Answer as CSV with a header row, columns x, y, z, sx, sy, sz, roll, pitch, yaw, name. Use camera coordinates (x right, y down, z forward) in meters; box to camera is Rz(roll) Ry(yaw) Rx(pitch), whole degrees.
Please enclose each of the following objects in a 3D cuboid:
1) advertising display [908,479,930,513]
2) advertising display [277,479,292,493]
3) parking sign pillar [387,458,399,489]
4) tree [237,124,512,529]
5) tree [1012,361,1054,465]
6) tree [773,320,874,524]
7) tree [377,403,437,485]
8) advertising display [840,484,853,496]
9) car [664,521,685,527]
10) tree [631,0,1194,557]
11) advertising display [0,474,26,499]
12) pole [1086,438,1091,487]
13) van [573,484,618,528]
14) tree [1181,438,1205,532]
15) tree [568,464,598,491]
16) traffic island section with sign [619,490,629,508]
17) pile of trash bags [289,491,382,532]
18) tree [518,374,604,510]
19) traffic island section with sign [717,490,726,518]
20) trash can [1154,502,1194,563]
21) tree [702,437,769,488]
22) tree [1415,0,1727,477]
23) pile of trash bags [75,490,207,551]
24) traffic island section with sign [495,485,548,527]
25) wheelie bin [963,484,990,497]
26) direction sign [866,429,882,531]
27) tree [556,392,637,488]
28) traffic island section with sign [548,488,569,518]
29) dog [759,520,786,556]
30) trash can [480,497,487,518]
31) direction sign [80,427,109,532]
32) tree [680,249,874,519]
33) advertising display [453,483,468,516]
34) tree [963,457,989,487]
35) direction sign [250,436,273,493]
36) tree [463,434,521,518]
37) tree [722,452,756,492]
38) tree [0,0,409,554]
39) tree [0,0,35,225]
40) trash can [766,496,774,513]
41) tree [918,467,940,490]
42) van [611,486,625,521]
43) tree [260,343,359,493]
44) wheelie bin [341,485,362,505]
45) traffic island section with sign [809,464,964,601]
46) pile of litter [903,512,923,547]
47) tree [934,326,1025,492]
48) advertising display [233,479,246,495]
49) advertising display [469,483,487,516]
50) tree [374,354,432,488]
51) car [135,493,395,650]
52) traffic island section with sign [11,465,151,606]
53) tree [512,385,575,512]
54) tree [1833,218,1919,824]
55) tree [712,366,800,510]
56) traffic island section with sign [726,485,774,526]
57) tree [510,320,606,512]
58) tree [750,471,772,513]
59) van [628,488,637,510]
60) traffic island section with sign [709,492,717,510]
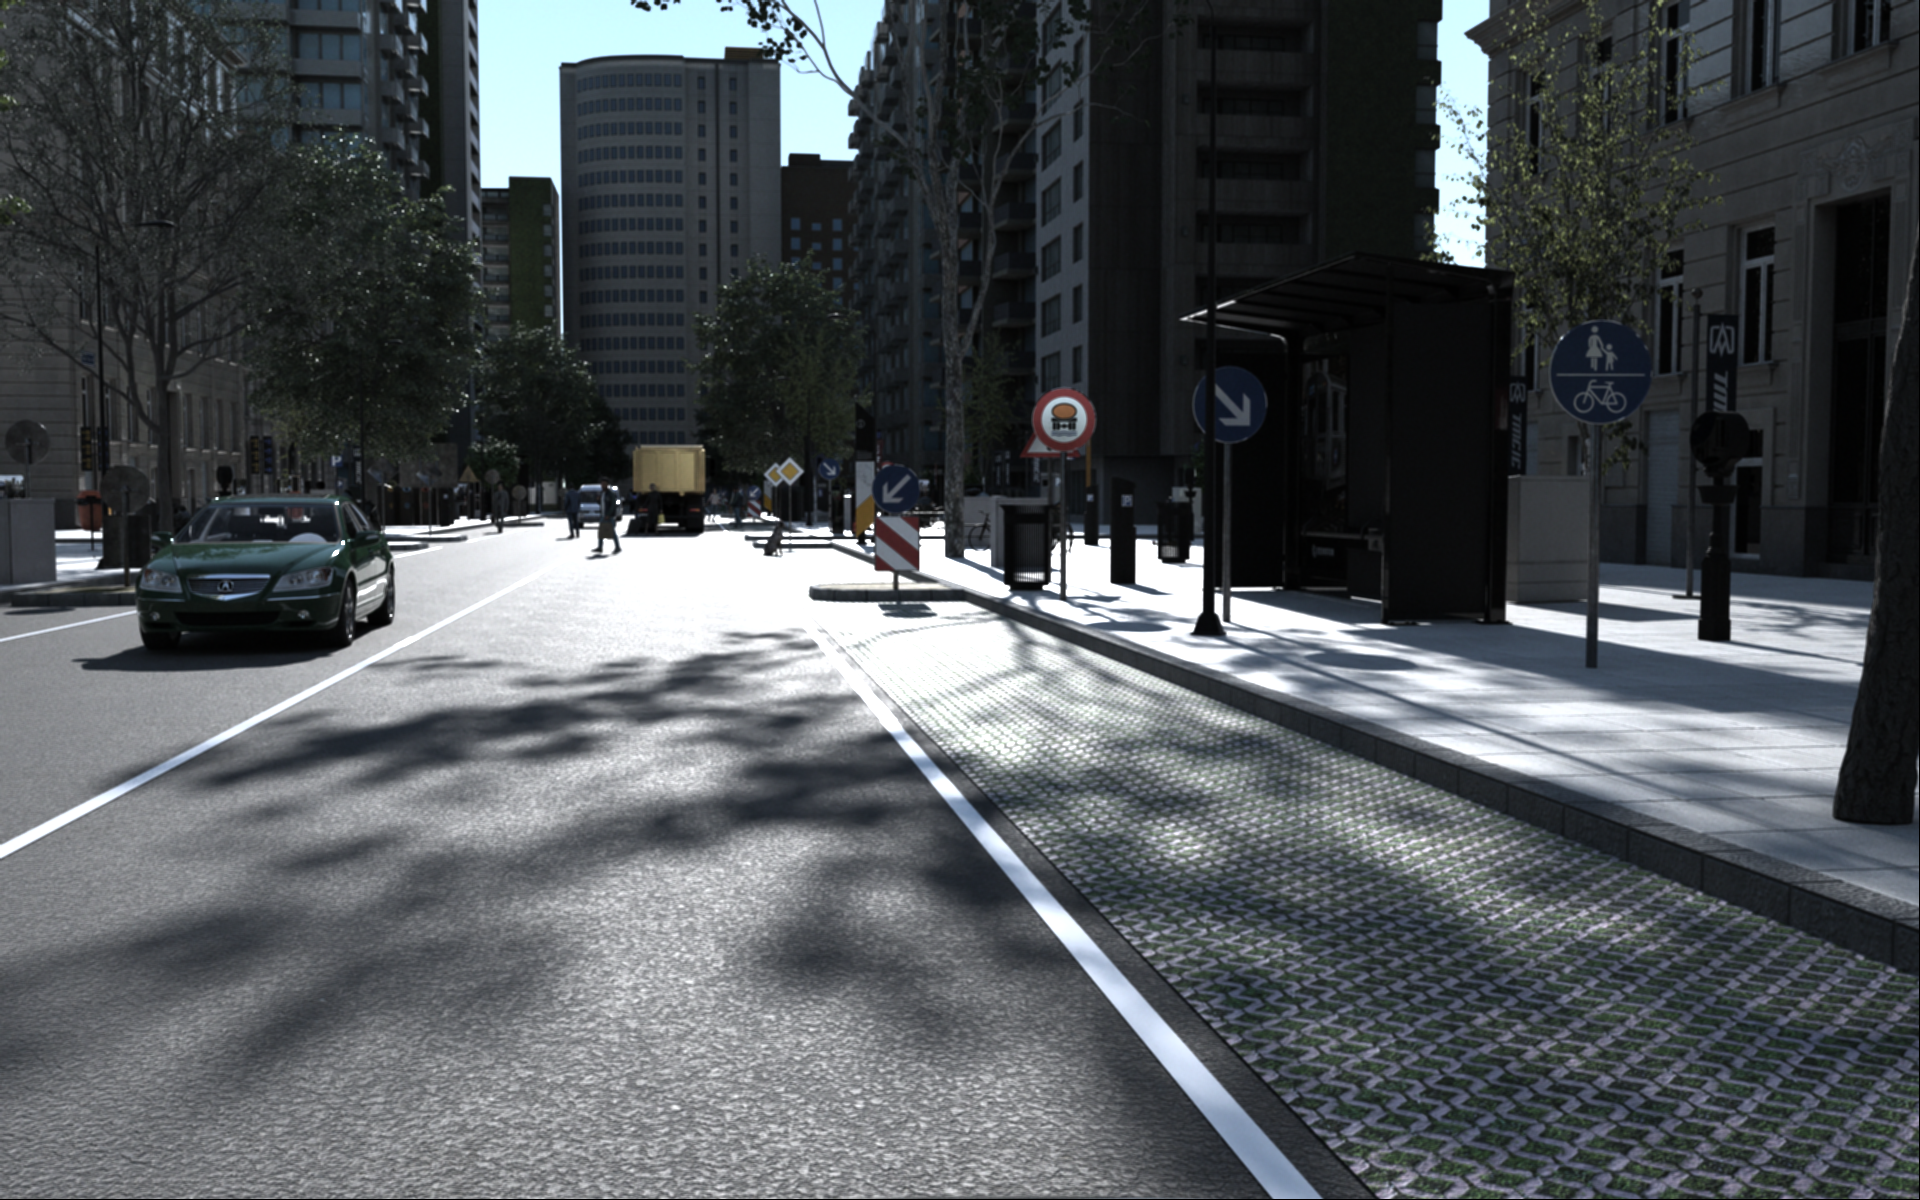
x,y,z,sx,sy,sz,roll,pitch,yaw,name
-1.742,-4.142,72.930,0.974,1.923,0.123,-1,4,-10,advertising display
-28.238,-4.129,72.730,0.123,1.923,0.974,2,4,24,advertising display
-30.898,-6.496,94.683,1.447,3.967,1.447,-3,5,-40,parking sign pillar
-20.636,-9.398,60.311,9.857,13.997,8.962,0,3,0,tree
5.034,-8.779,93.905,4.360,8.622,3.978,0,3,0,tree
-5.991,-7.545,73.719,4.737,8.622,4.395,0,3,0,tree
-31.766,-9.070,98.655,4.737,8.622,4.395,0,3,0,tree
-7.130,-6.364,109.262,0.974,1.923,0.123,-3,5,-43,advertising display
-12.970,-3.885,75.877,2.083,1.381,4.827,-1,4,-11,car
-1.205,-10.862,33.483,12.611,20.169,13.585,0,3,0,tree
-30.145,-3.042,54.948,0.123,1.923,0.974,2,4,30,advertising display
4.112,-3.769,55.471,0.158,3.312,0.155,0,3,0,pole
-15.589,-4.094,73.946,2.013,2.044,4.112,-1,4,-8,van
8.445,-3.983,59.725,1.663,3.219,1.824,0,3,0,tree
-36.964,-11.386,169.881,4.285,4.588,4.351,0,3,0,tree
-35.485,-10.509,180.444,1.989,1.847,2.006,-1,4,-9,traffic island section with sign
-21.217,-2.975,58.401,3.447,1.369,1.912,1,4,15,pile of trash bags
-32.966,-13.283,142.937,9.928,11.665,9.643,0,3,0,tree
-13.597,-5.918,105.394,1.989,1.847,2.006,-1,4,-9,traffic island section with sign
3.992,-1.265,32.334,0.748,1.137,0.748,0,3,0,trash can
-26.254,-17.505,203.211,9.611,12.733,9.660,0,3,0,tree
8.651,-4.512,24.133,4.360,8.622,3.978,0,3,0,tree
-18.523,-1.854,40.058,3.447,1.369,1.912,-2,4,-29,pile of trash bags
-19.596,-4.192,77.171,1.989,1.847,2.006,-1,4,-9,traffic island section with sign
0.447,-2.872,54.866,0.980,1.594,0.693,0,4,4,wheelie bin
-3.158,-4.171,60.195,0.876,3.537,0.379,0,4,-8,direction sign
-41.059,-17.013,195.171,9.611,12.733,9.660,0,3,0,tree
-23.695,-5.822,103.814,1.989,1.847,2.006,-1,4,-9,traffic island section with sign
-4.437,-1.429,40.202,0.800,0.831,0.513,-1,4,-8,dog
-24.921,-4.786,89.909,0.748,1.137,0.748,0,3,0,trash can
-29.162,-4.064,58.436,0.876,3.537,0.379,0,4,-6,direction sign
-9.220,-11.175,89.364,9.857,13.997,8.962,0,3,0,tree
-28.773,-5.801,100.063,0.974,1.923,0.123,-1,4,-19,advertising display
0.592,-5.853,90.300,1.663,3.219,1.824,0,3,0,tree
-27.240,-4.623,67.588,0.379,3.537,0.876,3,5,39,direction sign
-25.504,-6.786,94.671,4.285,4.588,4.351,0,3,0,tree
-22.422,-13.850,176.812,4.360,8.622,3.978,0,3,0,tree
-17.227,-7.739,36.903,12.009,13.543,11.850,0,3,0,tree
-13.197,-5.987,16.019,7.486,12.596,7.792,0,3,0,tree
-12.516,-6.294,114.554,0.748,1.137,0.748,0,3,0,trash can
-2.015,-7.261,113.315,1.663,3.219,1.824,0,3,0,tree
-18.969,-5.245,92.767,2.013,2.044,4.112,-1,4,-10,van
-31.146,-8.055,82.066,4.360,8.622,3.978,0,3,0,tree
-22.226,-3.397,63.452,0.693,1.594,0.980,1,4,18,wheelie bin
-1.072,-0.936,23.928,1.989,1.847,2.006,-1,4,-9,traffic island section with sign
-1.485,-1.739,42.403,1.176,0.858,1.719,0,4,-2,pile of litter
0.959,-7.701,76.277,4.737,8.622,4.395,0,3,0,tree
-31.020,-4.246,74.629,0.123,1.923,0.974,0,4,2,advertising display
-27.620,-5.772,99.579,0.974,1.923,0.123,1,4,20,advertising display
-30.538,-8.532,89.866,4.360,8.622,3.978,0,3,0,tree
-6.907,-0.354,17.585,2.131,1.459,4.920,-1,4,-11,car
-11.293,-0.891,23.189,1.989,1.847,2.006,-1,4,-9,traffic island section with sign
-28.395,-10.225,117.547,4.360,8.622,3.978,0,3,0,tree
3.864,-4.396,6.285,7.601,10.594,8.767,3,4,36,tree
-15.882,-13.030,138.787,9.928,11.665,9.643,0,3,0,tree
-9.498,-4.289,78.752,1.989,1.847,2.006,-1,4,-9,traffic island section with sign
-30.497,-13.338,124.726,9.857,13.997,8.962,0,3,0,tree
-13.671,-7.593,118.753,1.663,3.219,1.824,0,3,0,tree
-28.251,-9.129,153.638,2.240,2.365,5.245,-1,4,-9,van
-21.304,-8.984,155.523,1.989,1.847,2.006,-1,4,-9,traffic island section with sign
